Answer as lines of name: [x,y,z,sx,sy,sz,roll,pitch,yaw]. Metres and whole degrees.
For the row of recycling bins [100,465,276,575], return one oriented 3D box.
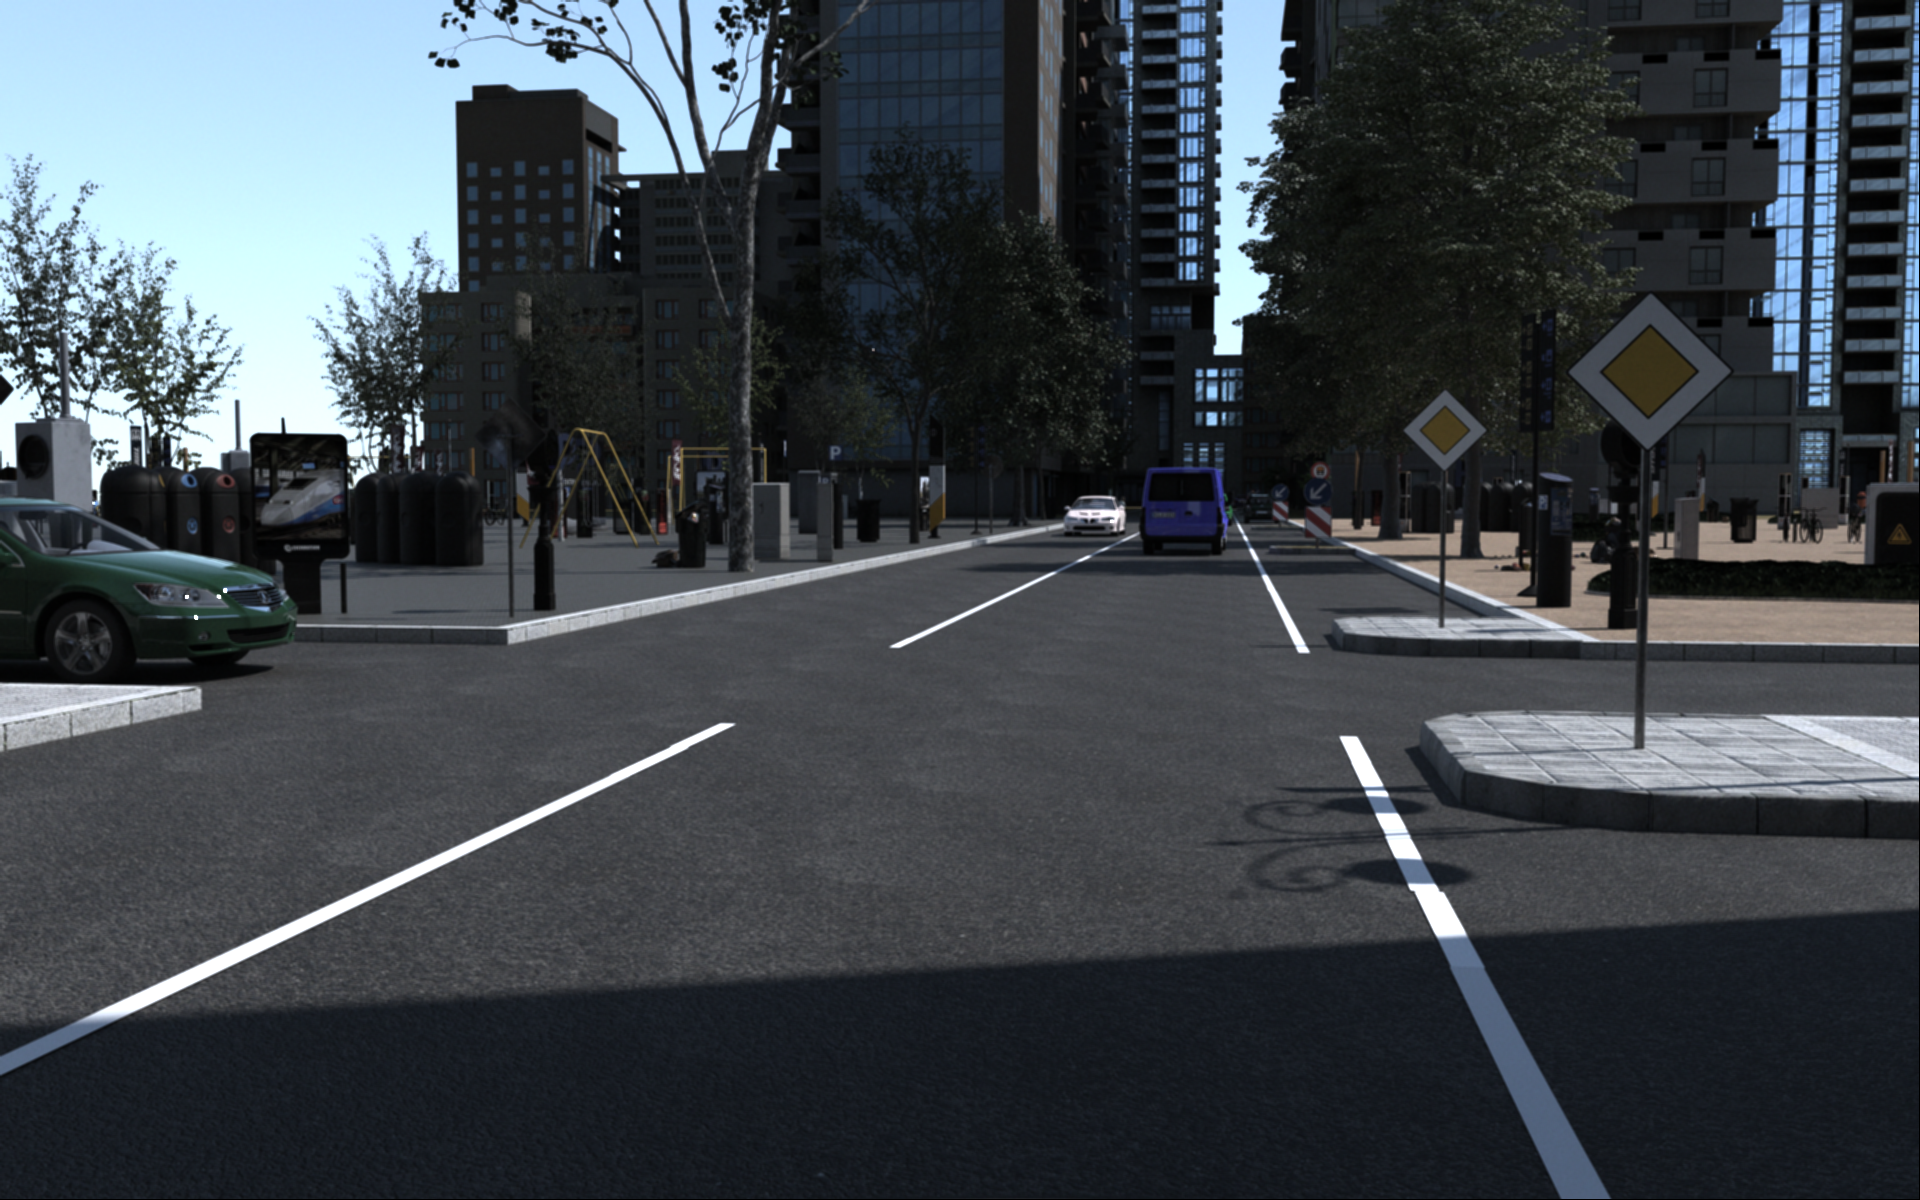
row of recycling bins: [-11.561,-1.154,25.989,1.069,1.692,3.534,1,4,11]

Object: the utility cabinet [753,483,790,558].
utility cabinet: [-3.921,-1.570,34.346,1.173,1.500,0.318,3,4,36]

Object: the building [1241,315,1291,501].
building: [44.996,-20.881,186.442,28.899,21.520,27.650,1,4,9]

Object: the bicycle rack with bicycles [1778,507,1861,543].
bicycle rack with bicycles: [23.009,-1.995,45.997,2.852,0.926,2.925,2,4,28]

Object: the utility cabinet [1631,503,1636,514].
utility cabinet: [33.884,-4.754,86.398,0.318,1.500,1.173,0,4,-4]

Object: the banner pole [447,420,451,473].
banner pole: [-17.067,-4.157,57.988,0.401,3.779,0.863,-1,4,-18]

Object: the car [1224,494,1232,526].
car: [11.526,-4.311,79.276,1.959,1.807,4.718,0,4,7]

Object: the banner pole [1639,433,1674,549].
banner pole: [16.290,-3.086,40.475,0.863,3.779,0.401,3,4,38]

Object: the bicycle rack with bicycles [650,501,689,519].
bicycle rack with bicycles: [-15.216,-4.617,88.871,2.852,0.926,2.925,-1,4,-21]

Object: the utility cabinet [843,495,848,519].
utility cabinet: [-6.172,-4.836,90.228,0.306,1.237,1.020,-2,4,-26]

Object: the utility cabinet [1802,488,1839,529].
utility cabinet: [31.400,-3.337,63.234,1.173,1.500,0.318,0,4,4]

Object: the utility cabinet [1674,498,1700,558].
utility cabinet: [12.572,-1.152,29.996,0.306,1.237,1.020,1,4,16]

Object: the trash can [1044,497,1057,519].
trash can: [4.617,-4.731,89.003,0.748,1.137,0.748,0,3,0]

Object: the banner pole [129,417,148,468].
banner pole: [-26.437,-4.031,55.921,0.401,3.779,0.863,1,4,22]

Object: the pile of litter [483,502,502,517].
pile of litter: [-26.004,-5.048,96.500,1.719,0.858,1.176,2,4,26]

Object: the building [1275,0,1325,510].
building: [38.332,-30.119,147.064,22.147,44.769,28.867,1,4,9]

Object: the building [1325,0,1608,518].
building: [28.081,-25.376,98.499,14.154,41.232,14.086,1,4,9]

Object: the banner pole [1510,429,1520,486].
banner pole: [21.400,-4.695,66.781,0.401,3.779,0.863,-1,4,-9]

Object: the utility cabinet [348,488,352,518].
utility cabinet: [-23.732,-3.688,68.976,1.173,1.500,0.318,-2,4,-28]

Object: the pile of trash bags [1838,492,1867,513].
pile of trash bags: [40.844,-4.299,80.045,3.447,1.369,1.912,-2,4,-30]

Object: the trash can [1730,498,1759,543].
trash can: [20.647,-2.077,45.619,0.748,1.137,0.748,0,3,0]

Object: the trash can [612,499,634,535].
trash can: [-10.731,-2.658,55.114,0.748,1.137,0.748,0,3,0]

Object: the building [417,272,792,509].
building: [-30.051,-19.269,160.082,28.899,21.520,27.650,1,4,9]

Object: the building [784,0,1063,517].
building: [-1.554,-27.581,101.068,14.600,45.320,14.200,1,4,9]

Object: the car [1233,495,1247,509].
car: [26.854,-9.306,164.733,1.945,1.354,3.894,1,4,8]

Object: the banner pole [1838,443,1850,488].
banner pole: [43.650,-5.842,85.534,0.401,3.779,0.863,-1,4,-12]

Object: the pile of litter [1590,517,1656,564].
pile of litter: [12.456,-1.117,32.224,1.719,0.858,1.176,-2,4,-25]

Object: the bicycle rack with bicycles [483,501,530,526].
bicycle rack with bicycles: [-19.864,-3.534,71.167,2.852,0.926,2.925,2,4,32]

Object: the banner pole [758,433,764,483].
banner pole: [-8.184,-4.971,71.296,0.401,3.779,0.863,1,4,8]

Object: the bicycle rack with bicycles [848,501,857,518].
bicycle rack with bicycles: [-6.234,-4.844,92.583,2.925,0.926,2.852,1,4,12]

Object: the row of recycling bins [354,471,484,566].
row of recycling bins: [-10.029,-1.519,31.946,3.534,1.692,1.069,3,5,41]

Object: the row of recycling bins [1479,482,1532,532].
row of recycling bins: [18.943,-3.175,59.028,1.069,1.692,3.534,-3,4,-37]

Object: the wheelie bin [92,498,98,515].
wheelie bin: [-16.863,-1.521,32.772,0.693,1.594,0.980,3,4,38]

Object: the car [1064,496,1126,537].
car: [4.715,-2.918,60.064,2.083,1.381,4.827,1,4,10]

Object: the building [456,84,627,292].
building: [-45.968,-33.173,192.489,14.200,45.320,14.600,1,4,9]

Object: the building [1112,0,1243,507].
building: [14.930,-53.437,186.364,31.000,86.520,22.319,1,4,9]

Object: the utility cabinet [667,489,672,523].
utility cabinet: [-12.706,-4.025,74.491,0.318,1.500,1.173,0,4,7]

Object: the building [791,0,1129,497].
building: [-0.298,-32.899,157.511,30.456,49.044,23.786,1,4,9]

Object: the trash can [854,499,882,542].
trash can: [-2.447,-2.115,46.228,0.748,1.137,0.748,0,3,0]

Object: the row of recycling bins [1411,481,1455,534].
row of recycling bins: [15.757,-3.108,57.923,1.069,1.692,3.534,0,4,5]

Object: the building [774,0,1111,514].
building: [-0.913,-28.640,122.887,22.147,44.769,28.867,1,4,9]

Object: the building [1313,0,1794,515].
building: [38.497,-32.357,118.280,28.713,52.752,27.495,1,4,9]

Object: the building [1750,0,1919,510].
building: [71.633,-50.941,145.552,31.000,86.520,22.319,1,4,9]

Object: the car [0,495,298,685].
car: [-7.834,-0.138,14.047,4.920,1.459,2.131,1,4,10]

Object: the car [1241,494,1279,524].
car: [14.805,-4.595,84.906,2.009,1.686,4.222,1,4,10]

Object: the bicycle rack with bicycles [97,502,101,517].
bicycle rack with bicycles: [-46.988,-4.913,93.711,2.852,0.926,2.925,-3,5,-41]

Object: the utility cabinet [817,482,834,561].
utility cabinet: [-2.577,-1.503,33.246,0.318,1.500,1.173,0,4,-4]

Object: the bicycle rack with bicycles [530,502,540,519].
bicycle rack with bicycles: [-22.304,-4.597,88.535,2.852,0.926,2.925,0,4,5]

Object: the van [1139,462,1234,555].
van: [5.557,-2.332,42.507,2.240,2.365,5.245,1,4,10]

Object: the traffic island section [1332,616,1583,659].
traffic island section: [4.643,0.345,16.633,2.009,0.180,2.903,1,4,9]

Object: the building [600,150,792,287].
building: [-25.553,-30.973,198.295,23.993,40.220,32.217,1,4,9]
